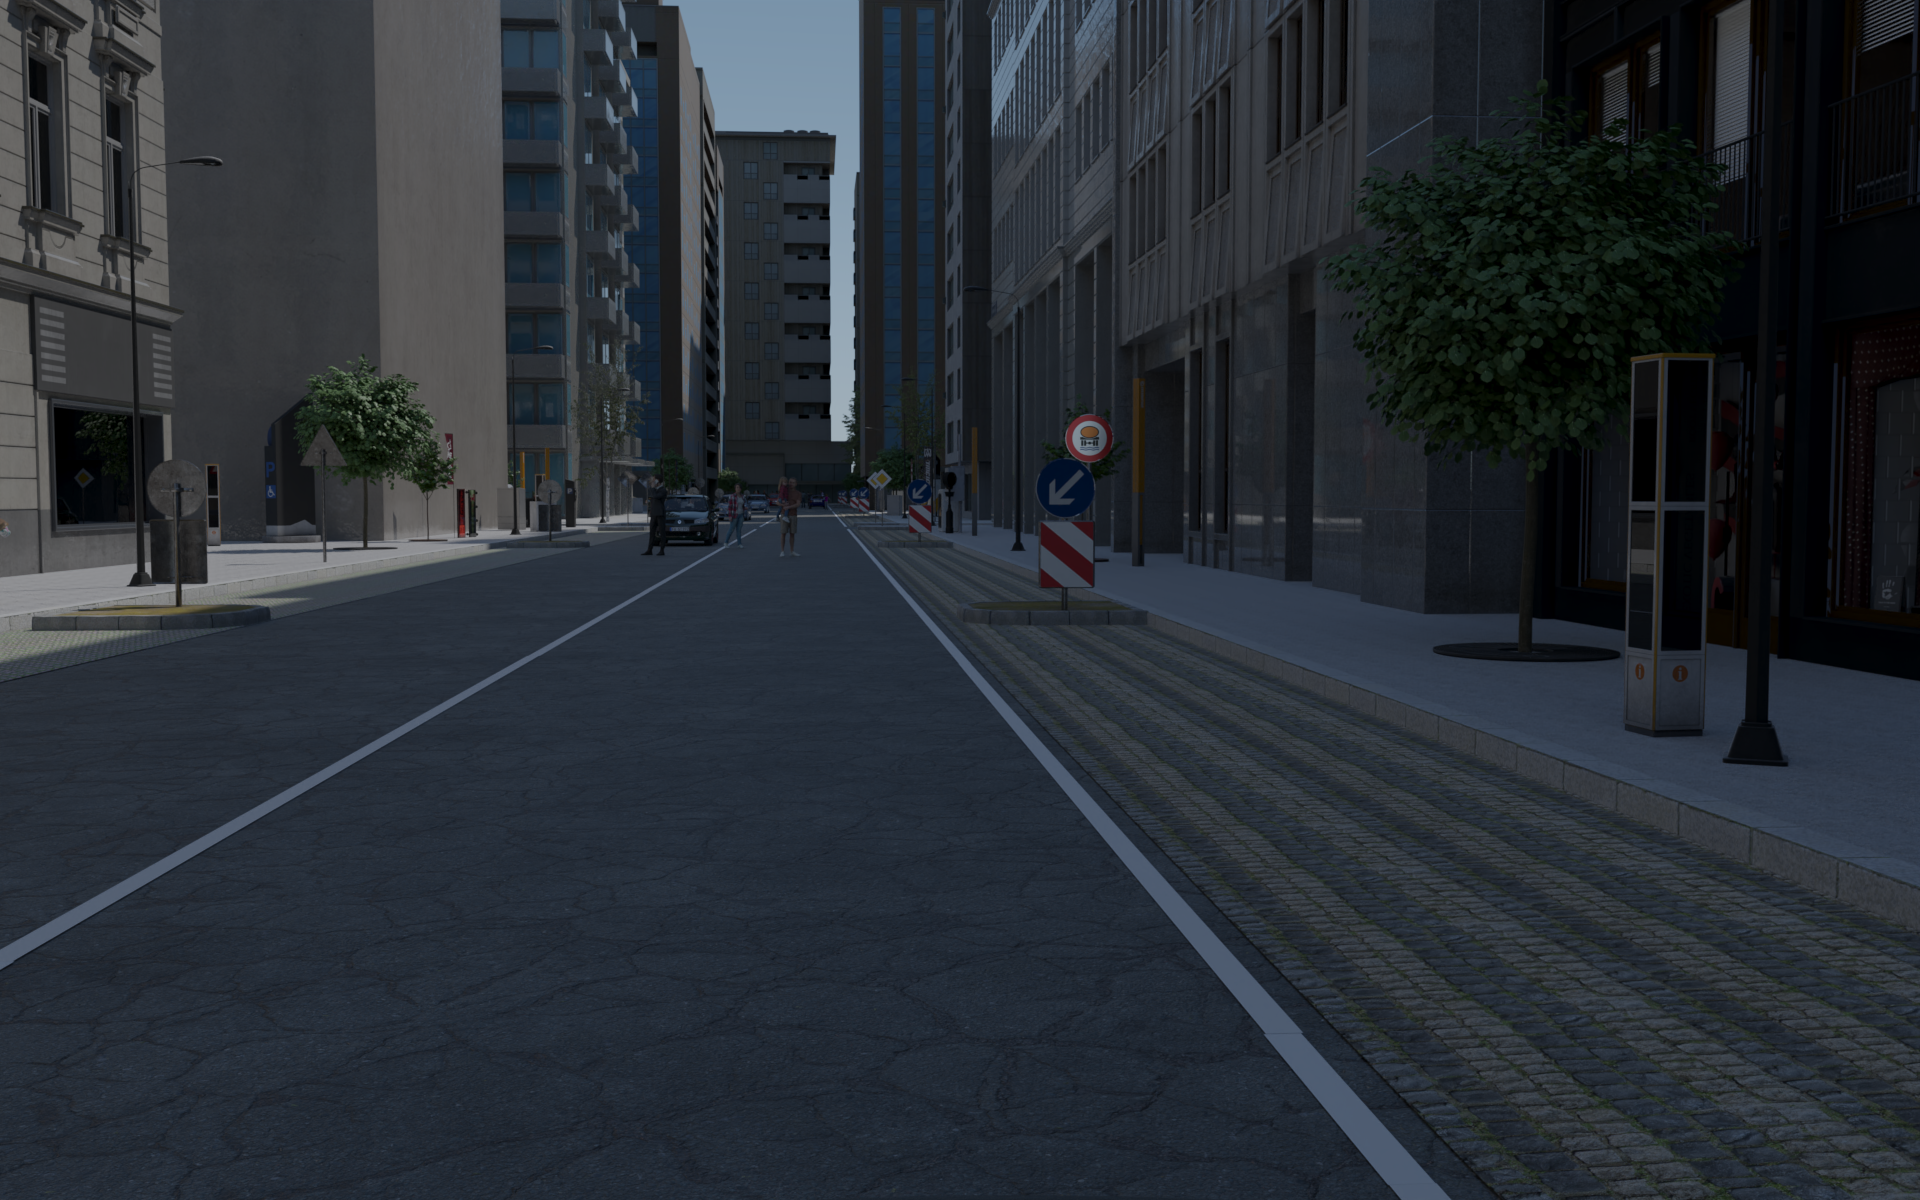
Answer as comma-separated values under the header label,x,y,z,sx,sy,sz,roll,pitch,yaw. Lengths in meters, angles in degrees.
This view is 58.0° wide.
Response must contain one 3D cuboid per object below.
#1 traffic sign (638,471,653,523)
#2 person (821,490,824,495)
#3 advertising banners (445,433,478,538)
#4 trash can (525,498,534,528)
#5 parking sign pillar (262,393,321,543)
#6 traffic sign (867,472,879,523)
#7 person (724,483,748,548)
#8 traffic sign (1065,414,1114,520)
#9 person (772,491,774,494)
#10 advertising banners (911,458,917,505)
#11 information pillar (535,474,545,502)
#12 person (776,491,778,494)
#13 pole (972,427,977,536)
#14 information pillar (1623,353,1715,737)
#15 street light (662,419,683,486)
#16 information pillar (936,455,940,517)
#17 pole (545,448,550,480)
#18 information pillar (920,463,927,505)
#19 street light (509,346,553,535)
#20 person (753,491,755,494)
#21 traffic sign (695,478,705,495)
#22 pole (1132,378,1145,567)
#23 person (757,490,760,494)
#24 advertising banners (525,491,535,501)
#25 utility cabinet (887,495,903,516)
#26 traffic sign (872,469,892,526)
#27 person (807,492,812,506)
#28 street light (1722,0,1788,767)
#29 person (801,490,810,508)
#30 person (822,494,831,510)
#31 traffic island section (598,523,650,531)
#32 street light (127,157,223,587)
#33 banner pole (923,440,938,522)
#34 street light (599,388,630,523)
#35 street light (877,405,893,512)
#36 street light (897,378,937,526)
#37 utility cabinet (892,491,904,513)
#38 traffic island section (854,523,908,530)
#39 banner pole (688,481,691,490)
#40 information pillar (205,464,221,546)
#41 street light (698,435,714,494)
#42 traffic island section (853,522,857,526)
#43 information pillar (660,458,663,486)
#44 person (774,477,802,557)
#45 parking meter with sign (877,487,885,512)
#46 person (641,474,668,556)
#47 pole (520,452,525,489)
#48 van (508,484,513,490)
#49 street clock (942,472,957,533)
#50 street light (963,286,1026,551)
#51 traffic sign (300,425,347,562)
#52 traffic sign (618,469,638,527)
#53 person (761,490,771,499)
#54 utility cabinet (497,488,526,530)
label,x,y,z,sx,sy,sz,roll,pitch,yaw
traffic sign,-13.780,-4.450,76.394,0.795,2.450,0.064,0,4,-5
person,-15.005,-10.917,186.869,0.599,1.838,0.709,0,4,-2
advertising banners,-14.581,-3.329,50.622,0.090,3.025,2.074,1,4,9
trash can,-16.546,-3.315,65.855,0.748,1.137,0.748,0,3,0
parking sign pillar,-17.672,-3.498,45.667,1.447,3.967,1.447,2,4,26
traffic sign,-3.768,-4.499,77.194,0.795,2.450,0.064,0,4,-5
person,-5.926,-2.234,45.872,0.563,1.720,0.643,-3,5,-44
traffic sign,2.063,-1.686,27.669,0.768,2.556,0.104,0,4,1
person,-24.632,-13.399,227.563,0.705,1.826,1.348,0,4,-4
advertising banners,-2.245,-5.390,84.309,0.090,3.025,2.074,-1,4,-8
information pillar,-15.580,-3.659,64.313,0.304,2.012,0.304,0,4,2
person,-21.422,-11.858,202.388,0.705,1.822,1.348,1,4,15
pole,0.447,-3.622,53.057,0.158,3.312,0.155,0,3,0
information pillar,3.771,-0.290,9.227,0.304,2.012,0.304,-1,4,-10
street light,-17.746,-8.206,106.714,1.470,5.913,1.316,0,4,-5
information pillar,-1.306,-6.505,97.710,0.183,3.616,0.504,3,5,43
pole,-18.190,-5.049,76.390,0.158,3.312,0.155,0,3,0
information pillar,-2.790,-8.615,132.204,0.504,3.616,0.183,-1,4,-16
street light,-13.442,-5.003,54.348,1.470,5.913,1.316,0,4,-5
person,-19.082,-9.309,161.410,0.721,1.735,1.217,2,4,27
traffic sign,-20.351,-8.289,135.629,0.768,2.556,0.104,0,4,-2
pole,3.161,-2.250,30.626,0.158,3.312,0.155,0,3,0
person,-20.358,-10.144,174.294,0.705,1.831,1.348,2,4,24
advertising banners,-17.302,-4.389,67.954,2.074,3.025,0.090,-1,4,-13
utility cabinet,-3.876,-5.620,103.049,1.020,1.237,0.306,3,5,40
traffic sign,-3.113,-4.012,69.236,0.795,2.450,0.064,0,4,-5
person,-18.109,-12.217,209.043,0.742,1.727,0.445,2,4,24
street light,3.280,-2.175,8.100,1.470,5.913,1.316,0,4,-5
person,-16.255,-10.466,179.704,1.350,1.814,0.705,0,4,-4
person,-11.924,-8.705,154.050,0.991,1.433,0.599,-3,4,-36
traffic island section,-13.148,-2.827,68.495,2.009,0.180,2.903,0,4,-5
street light,-10.850,-3.145,23.956,1.470,5.913,1.316,0,4,-5
banner pole,-1.352,-5.503,79.999,0.863,3.779,0.401,2,4,31
street light,-15.187,-6.334,76.097,1.470,5.913,1.316,0,4,-5
street light,-3.427,-7.209,90.404,1.470,5.913,1.316,0,4,-5
street light,-1.655,-5.918,69.305,1.470,5.913,1.316,0,4,-5
utility cabinet,-4.185,-6.749,119.020,0.318,1.500,1.173,-3,5,-42
traffic island section,-3.090,-2.877,69.315,2.009,0.180,2.903,0,4,-5
banner pole,-23.285,-9.721,148.952,0.401,3.779,0.863,-2,4,-32
information pillar,-18.404,-2.334,42.656,0.304,2.012,0.304,-2,4,-27
street light,-20.133,-10.066,137.123,1.470,5.913,1.316,0,4,-5
traffic island section,-3.745,-3.363,77.273,2.009,0.180,2.903,0,4,-5
information pillar,-19.112,-7.328,111.171,0.183,3.616,0.504,1,4,9
person,-3.958,-1.909,39.685,0.573,1.828,0.580,2,4,31
parking meter with sign,-5.711,-7.784,123.529,0.543,3.016,1.738,-1,4,-15
person,-7.105,-1.991,40.423,0.648,1.900,0.474,3,5,44
pole,-21.221,-5.516,84.023,0.158,3.312,0.155,0,3,0
van,-20.371,-3.935,71.344,4.112,2.044,2.013,0,4,-6
street clock,-0.341,-3.171,56.412,0.358,2.002,0.471,3,5,41
street light,0.773,-4.059,38.901,1.470,5.913,1.316,0,4,-5
traffic sign,-11.938,-1.987,32.486,0.884,2.594,0.081,0,4,2
traffic sign,-13.126,-3.963,68.436,0.795,2.450,0.064,0,4,-5
person,-18.828,-9.672,166.768,1.348,1.807,0.705,-2,4,-30
utility cabinet,-15.871,-3.219,61.316,1.173,1.500,0.318,3,4,36
